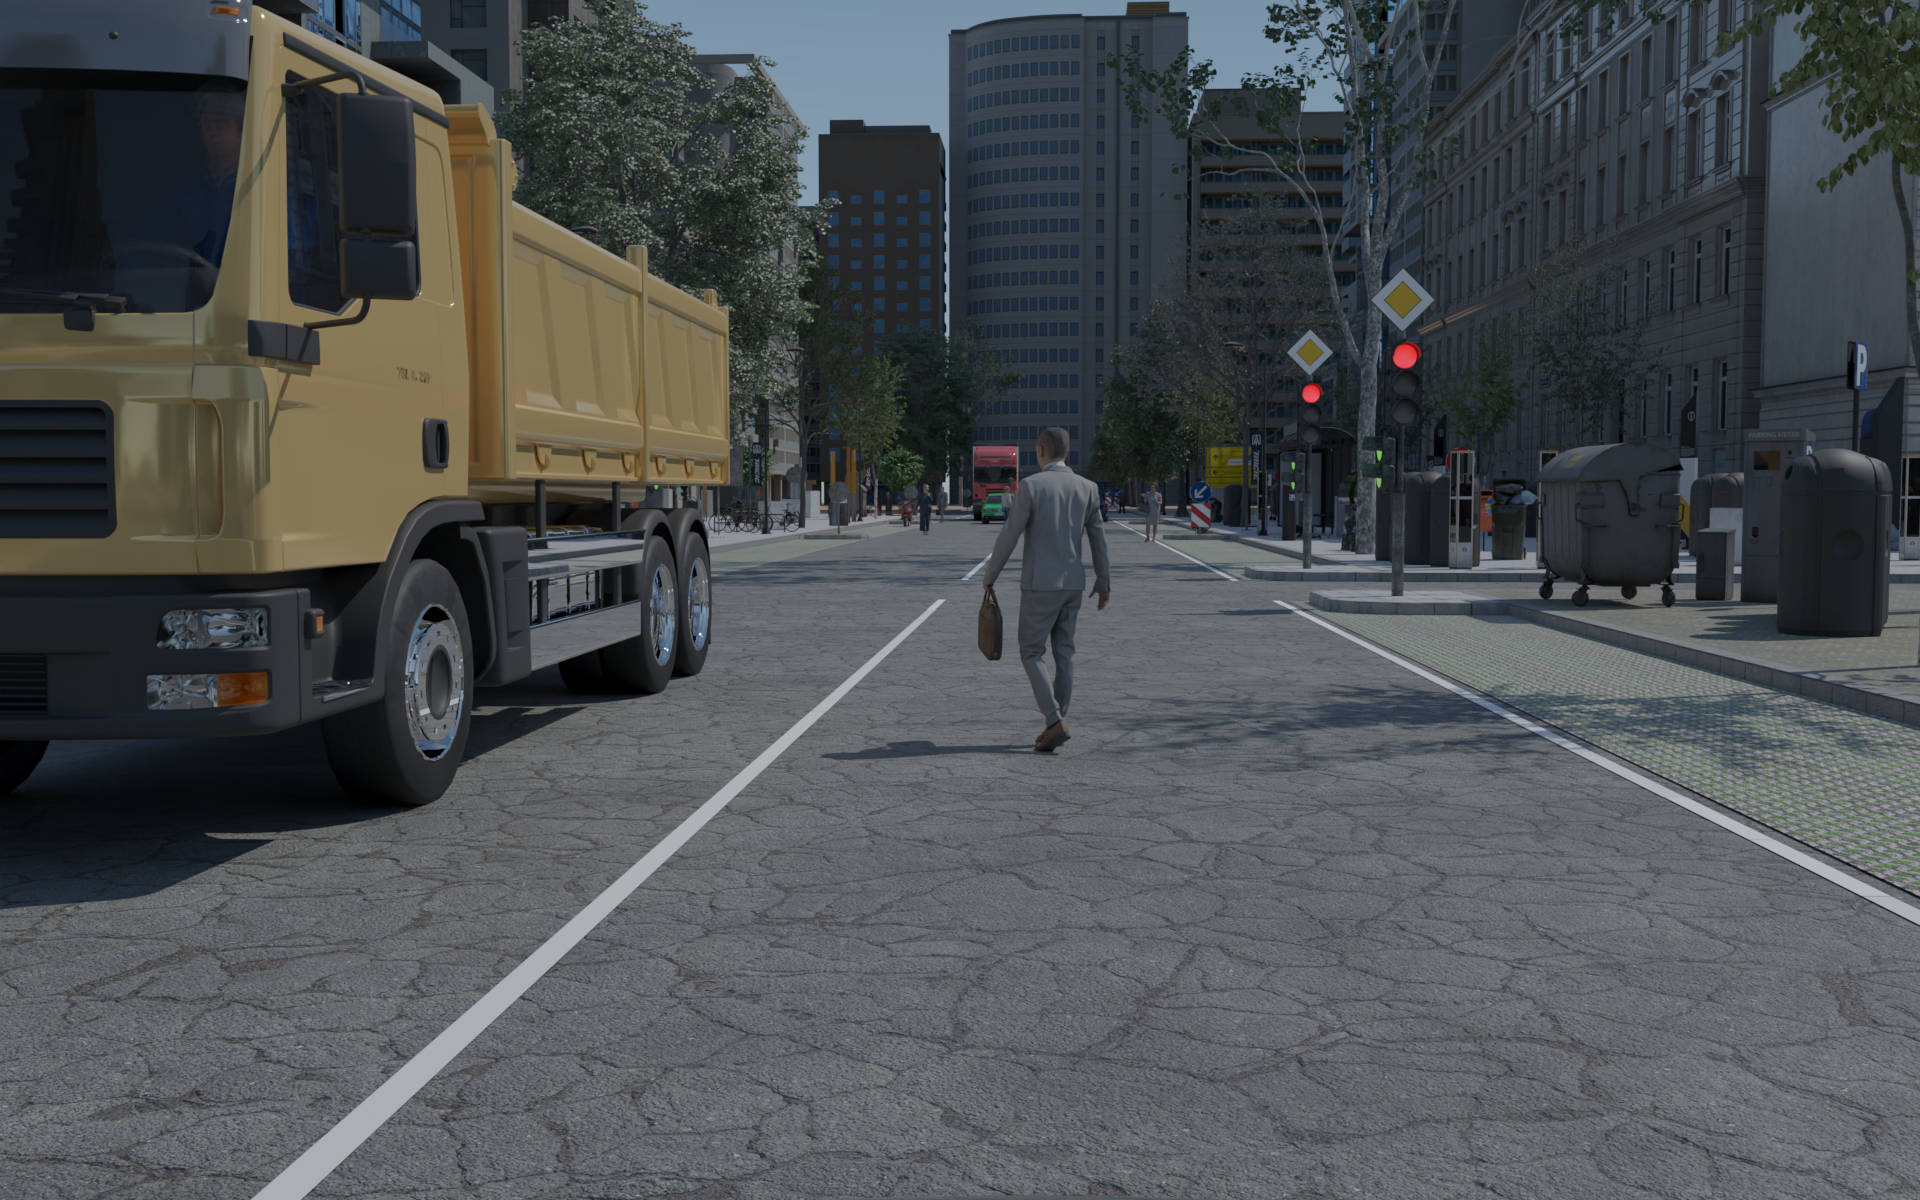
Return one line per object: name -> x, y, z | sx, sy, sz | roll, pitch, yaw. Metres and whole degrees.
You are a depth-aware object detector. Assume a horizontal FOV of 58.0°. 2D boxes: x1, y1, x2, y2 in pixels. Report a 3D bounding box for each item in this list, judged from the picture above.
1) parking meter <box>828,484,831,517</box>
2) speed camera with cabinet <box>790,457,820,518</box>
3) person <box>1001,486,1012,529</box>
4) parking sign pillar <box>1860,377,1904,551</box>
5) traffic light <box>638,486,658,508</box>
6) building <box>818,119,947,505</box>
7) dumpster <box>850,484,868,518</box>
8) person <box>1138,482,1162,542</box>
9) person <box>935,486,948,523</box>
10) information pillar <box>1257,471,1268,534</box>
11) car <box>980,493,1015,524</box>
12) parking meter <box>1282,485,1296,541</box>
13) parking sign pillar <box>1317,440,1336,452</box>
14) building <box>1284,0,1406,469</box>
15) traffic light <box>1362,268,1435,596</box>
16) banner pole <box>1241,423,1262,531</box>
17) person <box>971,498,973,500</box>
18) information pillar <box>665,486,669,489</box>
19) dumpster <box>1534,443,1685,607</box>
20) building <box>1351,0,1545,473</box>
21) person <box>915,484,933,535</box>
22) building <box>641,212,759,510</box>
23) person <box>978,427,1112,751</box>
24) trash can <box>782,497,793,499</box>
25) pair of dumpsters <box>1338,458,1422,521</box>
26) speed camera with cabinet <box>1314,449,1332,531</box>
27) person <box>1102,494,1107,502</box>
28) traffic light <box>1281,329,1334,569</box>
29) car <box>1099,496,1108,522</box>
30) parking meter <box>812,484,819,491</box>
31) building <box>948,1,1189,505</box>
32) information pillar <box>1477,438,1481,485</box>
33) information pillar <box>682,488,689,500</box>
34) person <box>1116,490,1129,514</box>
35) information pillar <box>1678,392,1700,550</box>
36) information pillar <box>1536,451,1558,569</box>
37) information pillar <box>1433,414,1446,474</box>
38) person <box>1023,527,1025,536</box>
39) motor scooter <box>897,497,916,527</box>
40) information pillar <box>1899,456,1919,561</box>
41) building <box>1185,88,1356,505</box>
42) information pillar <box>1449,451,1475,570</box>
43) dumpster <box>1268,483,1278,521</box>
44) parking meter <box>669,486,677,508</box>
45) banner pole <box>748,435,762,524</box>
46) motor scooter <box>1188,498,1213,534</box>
parking meter -> -7.088, -5.481, 95.317 | 0.255, 1.863, 0.399 | 1, 4, 17
speed camera with cabinet -> -8.340, -6.053, 93.299 | 0.660, 3.252, 2.038 | 2, 4, 29
person -> 1.759, -3.434, 65.312 | 0.731, 1.740, 0.598 | 3, 4, 38
parking sign pillar -> 21.007, -3.123, 39.527 | 1.447, 3.967, 1.447 | -3, 5, -40
traffic light -> -5.548, -2.531, 30.297 | 0.839, 4.253, 0.868 | 0, 4, 3
building -> -9.088, -34.257, 210.217 | 14.200, 45.320, 14.600 | 0, 4, 3
dumpster -> -5.768, -5.447, 94.825 | 1.264, 1.857, 1.865 | 0, 4, 3
person -> 5.643, -2.615, 51.614 | 0.716, 1.782, 0.532 | 1, 4, 19
person -> -0.920, -4.780, 86.756 | 0.694, 1.812, 0.767 | 3, 4, 36
information pillar -> 9.677, -3.114, 55.403 | 0.304, 2.012, 0.304 | 1, 4, 16
car -> 2.002, -4.592, 83.869 | 1.959, 1.807, 4.718 | 0, 4, 4
parking meter -> 9.025, -2.391, 47.496 | 0.372, 1.533, 0.369 | 0, 3, 0
parking sign pillar -> 17.319, -5.673, 81.231 | 1.447, 3.967, 1.447 | 2, 4, 29
building -> 41.093, -51.011, 146.701 | 22.319, 86.520, 31.000 | 0, 4, 3
traffic light -> 5.486, -2.004, 21.681 | 0.839, 4.253, 0.868 | 0, 4, 3
banner pole -> 10.246, -4.321, 60.670 | 0.401, 3.779, 0.863 | -3, 5, -42
person -> 1.427, -7.814, 136.200 | 1.348, 1.831, 0.705 | -3, 5, -41
information pillar -> -17.454, -6.066, 103.668 | 0.304, 2.012, 0.304 | 2, 4, 33
dumpster -> 7.625, -0.893, 20.365 | 1.264, 1.857, 1.865 | 0, 4, 3
building -> 43.393, -26.197, 120.204 | 32.217, 40.220, 23.993 | 0, 4, 3
person -> -1.245, -3.172, 60.784 | 0.576, 1.772, 0.534 | -2, 4, -26
building -> -30.422, -16.917, 121.626 | 27.650, 21.520, 28.899 | 0, 4, 3
person -> 0.499, -0.078, 9.889 | 0.709, 1.813, 0.853 | -2, 4, -27
trash can -> -9.678, -5.247, 97.446 | 0.748, 1.137, 0.748 | 0, 3, 0
pair of dumpsters -> 11.607, -2.779, 47.930 | 1.574, 2.255, 4.437 | 0, 4, 3
speed camera with cabinet -> 12.285, -4.008, 59.869 | 2.038, 3.252, 0.660 | -1, 4, -10
person -> 11.712, -7.929, 141.397 | 1.065, 1.426, 0.557 | -3, 5, -43
traffic light -> 5.945, -2.491, 29.653 | 0.839, 4.253, 0.868 | 0, 4, 3
car -> 6.691, -4.687, 89.220 | 1.945, 1.354, 3.894 | 0, 4, 1
parking meter -> -8.046, -5.553, 96.496 | 0.399, 1.863, 0.255 | -1, 4, -9
building -> 12.911, -40.986, 212.126 | 28.212, 58.520, 21.231 | 0, 4, 3
information pillar -> 21.563, -4.936, 72.053 | 0.183, 3.616, 0.504 | 1, 4, 21
information pillar -> -15.725, -5.795, 99.232 | 0.304, 2.012, 0.304 | 0, 4, 0
person -> 11.630, -7.053, 124.373 | 0.990, 1.755, 0.434 | 3, 4, 36
information pillar -> 16.784, -2.967, 39.868 | 0.183, 3.616, 0.504 | -1, 4, -20
information pillar -> 10.032, -1.536, 29.609 | 0.304, 2.012, 0.304 | 1, 4, 13
information pillar -> 14.125, -3.648, 51.001 | 0.183, 3.616, 0.504 | -1, 4, -21
person -> 1.833, -2.253, 46.337 | 0.522, 1.701, 0.512 | 1, 4, 16
motor scooter -> -2.337, -3.866, 75.980 | 0.815, 1.314, 1.986 | 0, 4, 2
information pillar -> 18.358, -1.770, 33.428 | 0.304, 2.012, 0.304 | 1, 4, 11
building -> 37.927, -35.882, 210.373 | 21.600, 48.544, 21.300 | 0, 4, 3
information pillar -> 8.550, -1.531, 29.527 | 0.304, 2.012, 0.304 | -1, 4, -9
dumpster -> 15.665, -4.776, 83.839 | 1.264, 1.857, 1.865 | 0, 4, 3
parking meter -> -16.755, -5.841, 101.208 | 0.399, 1.863, 0.255 | 1, 4, 22
banner pole -> -8.726, -5.101, 73.419 | 0.863, 3.779, 0.401 | 2, 4, 29
motor scooter -> 7.912, -2.699, 56.902 | 0.815, 1.314, 1.986 | 0, 4, 2
